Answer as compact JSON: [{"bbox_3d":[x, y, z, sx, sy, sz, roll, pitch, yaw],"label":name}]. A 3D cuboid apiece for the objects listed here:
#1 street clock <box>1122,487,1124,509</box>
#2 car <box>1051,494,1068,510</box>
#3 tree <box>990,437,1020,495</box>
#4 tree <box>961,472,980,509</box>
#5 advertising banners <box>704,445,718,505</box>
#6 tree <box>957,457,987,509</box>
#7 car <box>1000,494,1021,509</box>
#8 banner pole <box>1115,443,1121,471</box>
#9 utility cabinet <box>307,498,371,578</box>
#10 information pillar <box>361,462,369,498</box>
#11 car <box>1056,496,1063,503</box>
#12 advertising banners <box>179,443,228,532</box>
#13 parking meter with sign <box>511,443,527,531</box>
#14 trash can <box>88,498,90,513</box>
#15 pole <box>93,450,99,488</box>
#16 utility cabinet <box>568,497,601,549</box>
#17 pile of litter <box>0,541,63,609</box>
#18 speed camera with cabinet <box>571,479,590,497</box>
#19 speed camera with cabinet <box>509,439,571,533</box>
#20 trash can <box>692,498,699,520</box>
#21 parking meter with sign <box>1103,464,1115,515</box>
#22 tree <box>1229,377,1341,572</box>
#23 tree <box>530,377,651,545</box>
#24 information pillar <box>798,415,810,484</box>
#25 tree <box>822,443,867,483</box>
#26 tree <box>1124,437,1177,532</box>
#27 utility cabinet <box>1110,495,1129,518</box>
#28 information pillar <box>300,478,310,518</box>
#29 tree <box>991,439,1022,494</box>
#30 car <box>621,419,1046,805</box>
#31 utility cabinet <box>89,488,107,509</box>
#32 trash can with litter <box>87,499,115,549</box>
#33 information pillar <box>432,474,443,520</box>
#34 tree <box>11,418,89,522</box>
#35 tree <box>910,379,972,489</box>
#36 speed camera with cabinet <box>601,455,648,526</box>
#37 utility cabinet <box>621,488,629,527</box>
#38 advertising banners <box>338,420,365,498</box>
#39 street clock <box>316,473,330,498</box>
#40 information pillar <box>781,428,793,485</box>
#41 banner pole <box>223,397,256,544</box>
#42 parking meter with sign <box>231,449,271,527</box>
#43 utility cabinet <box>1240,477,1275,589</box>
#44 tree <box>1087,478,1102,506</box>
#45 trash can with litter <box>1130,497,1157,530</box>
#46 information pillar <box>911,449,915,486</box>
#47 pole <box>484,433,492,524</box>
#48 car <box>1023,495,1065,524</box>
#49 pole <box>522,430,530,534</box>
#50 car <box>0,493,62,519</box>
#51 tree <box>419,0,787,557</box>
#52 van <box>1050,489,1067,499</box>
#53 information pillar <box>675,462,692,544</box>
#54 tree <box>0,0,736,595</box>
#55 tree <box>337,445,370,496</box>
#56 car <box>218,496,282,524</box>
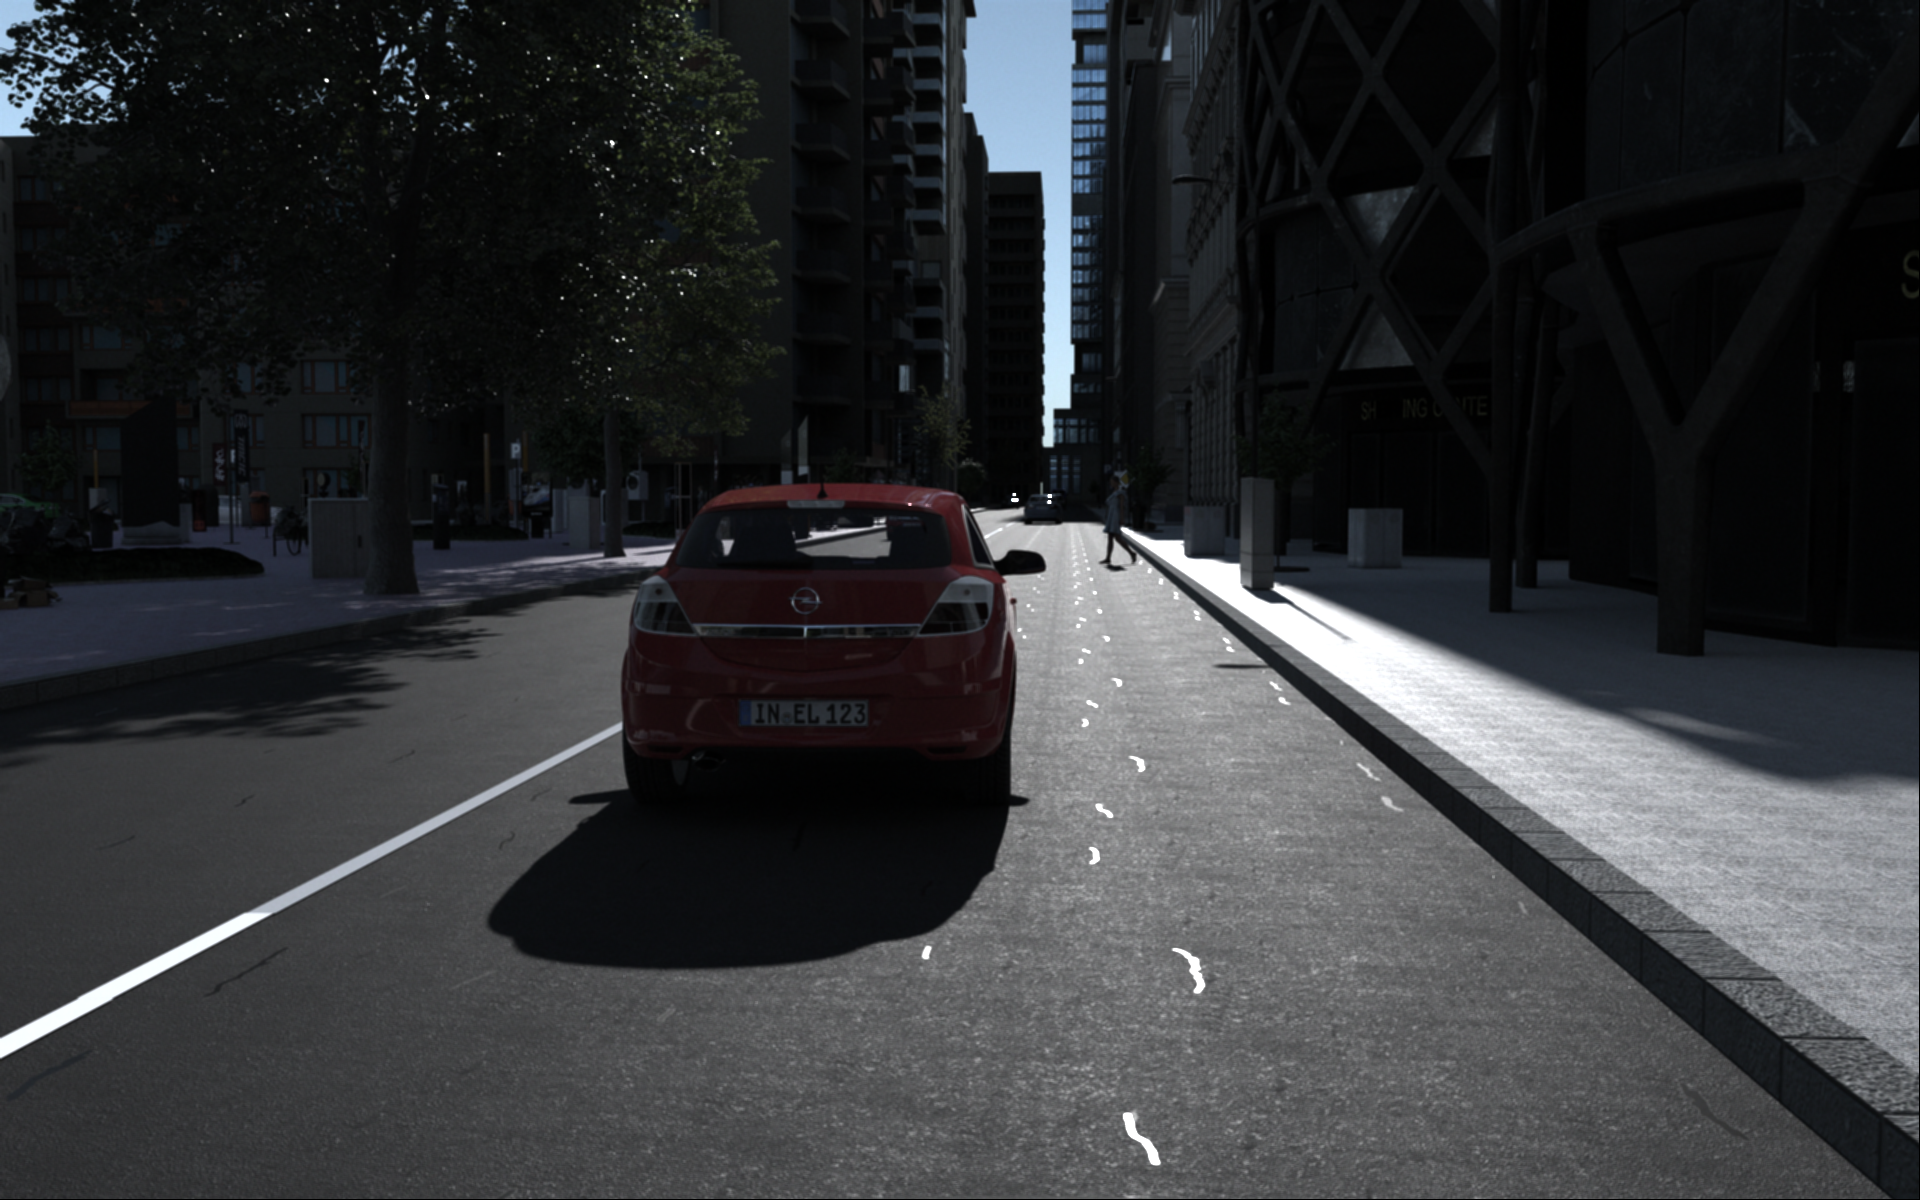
[{"bbox_3d":[7.452,-4.604,79.845,0.358,2.002,0.471,-1,4,-15],"label":"street clock"},{"bbox_3d":[8.946,-9.188,160.010,2.009,1.686,4.222,0,4,3],"label":"car"},{"bbox_3d":[5.674,-16.513,220.346,4.737,8.622,4.395,0,3,0],"label":"tree"},{"bbox_3d":[1.000,-9.413,148.496,1.663,3.219,1.824,0,3,0],"label":"tree"},{"bbox_3d":[-8.930,-4.034,62.138,0.090,3.025,2.074,-1,4,-21],"label":"advertising banners"},{"bbox_3d":[0.706,-10.263,151.506,4.285,4.588,4.351,0,3,0],"label":"tree"},{"bbox_3d":[4.868,-9.643,167.447,2.009,1.686,4.222,0,4,3],"label":"car"},{"bbox_3d":[7.697,-5.783,84.571,0.401,3.779,0.863,-1,4,-20],"label":"banner pole"},{"bbox_3d":[-9.464,-0.947,26.646,1.020,1.237,0.306,-2,4,-32],"label":"utility cabinet"},{"bbox_3d":[-13.363,-2.125,39.234,0.304,2.012,0.304,-2,4,-28],"label":"information pillar"},{"bbox_3d":[5.820,-6.325,115.780,2.083,1.381,4.827,0,4,4],"label":"car"},{"bbox_3d":[-25.952,-3.836,58.901,2.074,3.025,0.090,-2,4,-23],"label":"advertising banners"},{"bbox_3d":[-14.582,-3.874,59.606,0.543,3.016,1.738,2,4,35],"label":"parking meter with sign"},{"bbox_3d":[-34.884,-3.571,70.032,0.748,1.137,0.748,0,3,0],"label":"trash can"},{"bbox_3d":[-39.645,-5.240,79.515,0.158,3.312,0.155,0,3,0],"label":"pole"},{"bbox_3d":[-8.785,-1.798,40.552,0.306,1.237,1.020,-3,5,-40],"label":"utility cabinet"},{"bbox_3d":[-10.937,-0.365,19.932,1.176,0.858,1.719,1,4,11],"label":"pile of litter"},{"bbox_3d":[-24.862,-7.307,113.798,2.038,3.252,0.660,1,4,22],"label":"speed camera with cabinet"},{"bbox_3d":[-15.122,-4.151,62.197,2.038,3.252,0.660,-1,4,-13],"label":"speed camera with cabinet"},{"bbox_3d":[-10.532,-3.425,67.656,0.748,1.137,0.748,0,3,0],"label":"trash can"},{"bbox_3d":[8.758,-6.389,100.724,0.543,3.016,1.738,0,4,-8],"label":"parking meter with sign"},{"bbox_3d":[5.235,-2.104,29.000,1.663,3.219,1.824,0,3,0],"label":"tree"},{"bbox_3d":[-9.392,-3.677,43.837,4.285,4.588,4.351,0,3,0],"label":"tree"},{"bbox_3d":[-4.625,-3.679,51.505,0.183,3.616,0.504,-3,5,-41],"label":"information pillar"},{"bbox_3d":[-4.222,-4.293,64.789,1.663,3.219,1.824,0,3,0],"label":"tree"},{"bbox_3d":[6.251,-3.910,58.524,1.663,3.219,1.824,0,3,0],"label":"tree"},{"bbox_3d":[8.631,-5.034,93.475,1.020,1.237,0.306,-1,4,-16],"label":"utility cabinet"},{"bbox_3d":[-30.228,-4.616,79.958,0.304,2.012,0.304,-3,5,-41],"label":"information pillar"},{"bbox_3d":[6.204,-16.914,226.903,4.360,8.622,3.978,0,3,0],"label":"tree"},{"bbox_3d":[-0.598,-0.028,9.492,2.155,1.783,4.494,0,4,2],"label":"car"},{"bbox_3d":[-32.524,-3.469,65.404,0.318,1.500,1.173,-1,4,-11],"label":"utility cabinet"},{"bbox_3d":[-20.518,-1.801,40.838,1.055,1.170,0.624,-1,4,-17],"label":"trash can with litter"},{"bbox_3d":[-19.520,-3.686,64.752,0.304,2.012,0.304,2,4,30],"label":"information pillar"},{"bbox_3d":[-23.266,-3.028,44.113,1.663,3.219,1.824,0,3,0],"label":"tree"},{"bbox_3d":[-1.358,-9.837,111.204,4.360,8.622,3.978,0,3,0],"label":"tree"},{"bbox_3d":[-13.367,-4.562,68.927,2.038,3.252,0.660,2,4,31],"label":"speed camera with cabinet"},{"bbox_3d":[-12.378,-3.319,62.943,0.318,1.500,1.173,1,4,9],"label":"utility cabinet"},{"bbox_3d":[-14.115,-2.697,40.285,0.090,3.025,2.074,0,4,-2],"label":"advertising banners"},{"bbox_3d":[-21.545,-3.308,58.649,0.471,2.002,0.358,2,4,32],"label":"street clock"},{"bbox_3d":[-6.134,-4.294,61.568,0.504,3.616,0.183,2,4,33],"label":"information pillar"},{"bbox_3d":[-18.688,-3.349,44.780,0.401,3.779,0.863,2,4,26],"label":"banner pole"},{"bbox_3d":[-27.789,-4.382,67.900,0.543,3.016,1.738,1,4,18],"label":"parking meter with sign"},{"bbox_3d":[4.062,-0.914,23.626,0.318,1.500,1.173,0,4,2],"label":"utility cabinet"},{"bbox_3d":[14.867,-12.152,193.278,1.663,3.219,1.824,0,3,0],"label":"tree"},{"bbox_3d":[6.630,-3.111,62.258,0.624,1.170,1.055,-3,5,-45],"label":"trash can with litter"},{"bbox_3d":[-2.459,-6.107,91.200,0.183,3.616,0.504,-1,4,-22],"label":"information pillar"},{"bbox_3d":[-15.919,-3.946,58.365,0.158,3.312,0.155,0,3,0],"label":"pole"},{"bbox_3d":[4.054,-4.401,83.961,2.014,1.417,4.499,0,4,5],"label":"car"},{"bbox_3d":[-13.855,-3.757,55.273,0.158,3.312,0.155,0,3,0],"label":"pole"},{"bbox_3d":[-42.755,-4.199,77.448,4.718,1.807,1.959,0,4,3],"label":"car"},{"bbox_3d":[-7.510,-7.152,35.065,7.486,12.596,7.792,0,3,0],"label":"tree"},{"bbox_3d":[12.370,-13.039,217.566,2.240,2.365,5.245,0,4,3],"label":"van"},{"bbox_3d":[-6.458,-2.199,40.448,0.304,2.012,0.304,-2,4,-30],"label":"information pillar"},{"bbox_3d":[-7.303,-7.062,22.123,9.857,13.997,8.962,0,3,0],"label":"tree"},{"bbox_3d":[-23.452,-4.513,68.389,1.663,3.219,1.824,0,3,0],"label":"tree"},{"bbox_3d":[-31.280,-3.821,74.836,4.827,1.381,2.083,0,4,4],"label":"car"}]
